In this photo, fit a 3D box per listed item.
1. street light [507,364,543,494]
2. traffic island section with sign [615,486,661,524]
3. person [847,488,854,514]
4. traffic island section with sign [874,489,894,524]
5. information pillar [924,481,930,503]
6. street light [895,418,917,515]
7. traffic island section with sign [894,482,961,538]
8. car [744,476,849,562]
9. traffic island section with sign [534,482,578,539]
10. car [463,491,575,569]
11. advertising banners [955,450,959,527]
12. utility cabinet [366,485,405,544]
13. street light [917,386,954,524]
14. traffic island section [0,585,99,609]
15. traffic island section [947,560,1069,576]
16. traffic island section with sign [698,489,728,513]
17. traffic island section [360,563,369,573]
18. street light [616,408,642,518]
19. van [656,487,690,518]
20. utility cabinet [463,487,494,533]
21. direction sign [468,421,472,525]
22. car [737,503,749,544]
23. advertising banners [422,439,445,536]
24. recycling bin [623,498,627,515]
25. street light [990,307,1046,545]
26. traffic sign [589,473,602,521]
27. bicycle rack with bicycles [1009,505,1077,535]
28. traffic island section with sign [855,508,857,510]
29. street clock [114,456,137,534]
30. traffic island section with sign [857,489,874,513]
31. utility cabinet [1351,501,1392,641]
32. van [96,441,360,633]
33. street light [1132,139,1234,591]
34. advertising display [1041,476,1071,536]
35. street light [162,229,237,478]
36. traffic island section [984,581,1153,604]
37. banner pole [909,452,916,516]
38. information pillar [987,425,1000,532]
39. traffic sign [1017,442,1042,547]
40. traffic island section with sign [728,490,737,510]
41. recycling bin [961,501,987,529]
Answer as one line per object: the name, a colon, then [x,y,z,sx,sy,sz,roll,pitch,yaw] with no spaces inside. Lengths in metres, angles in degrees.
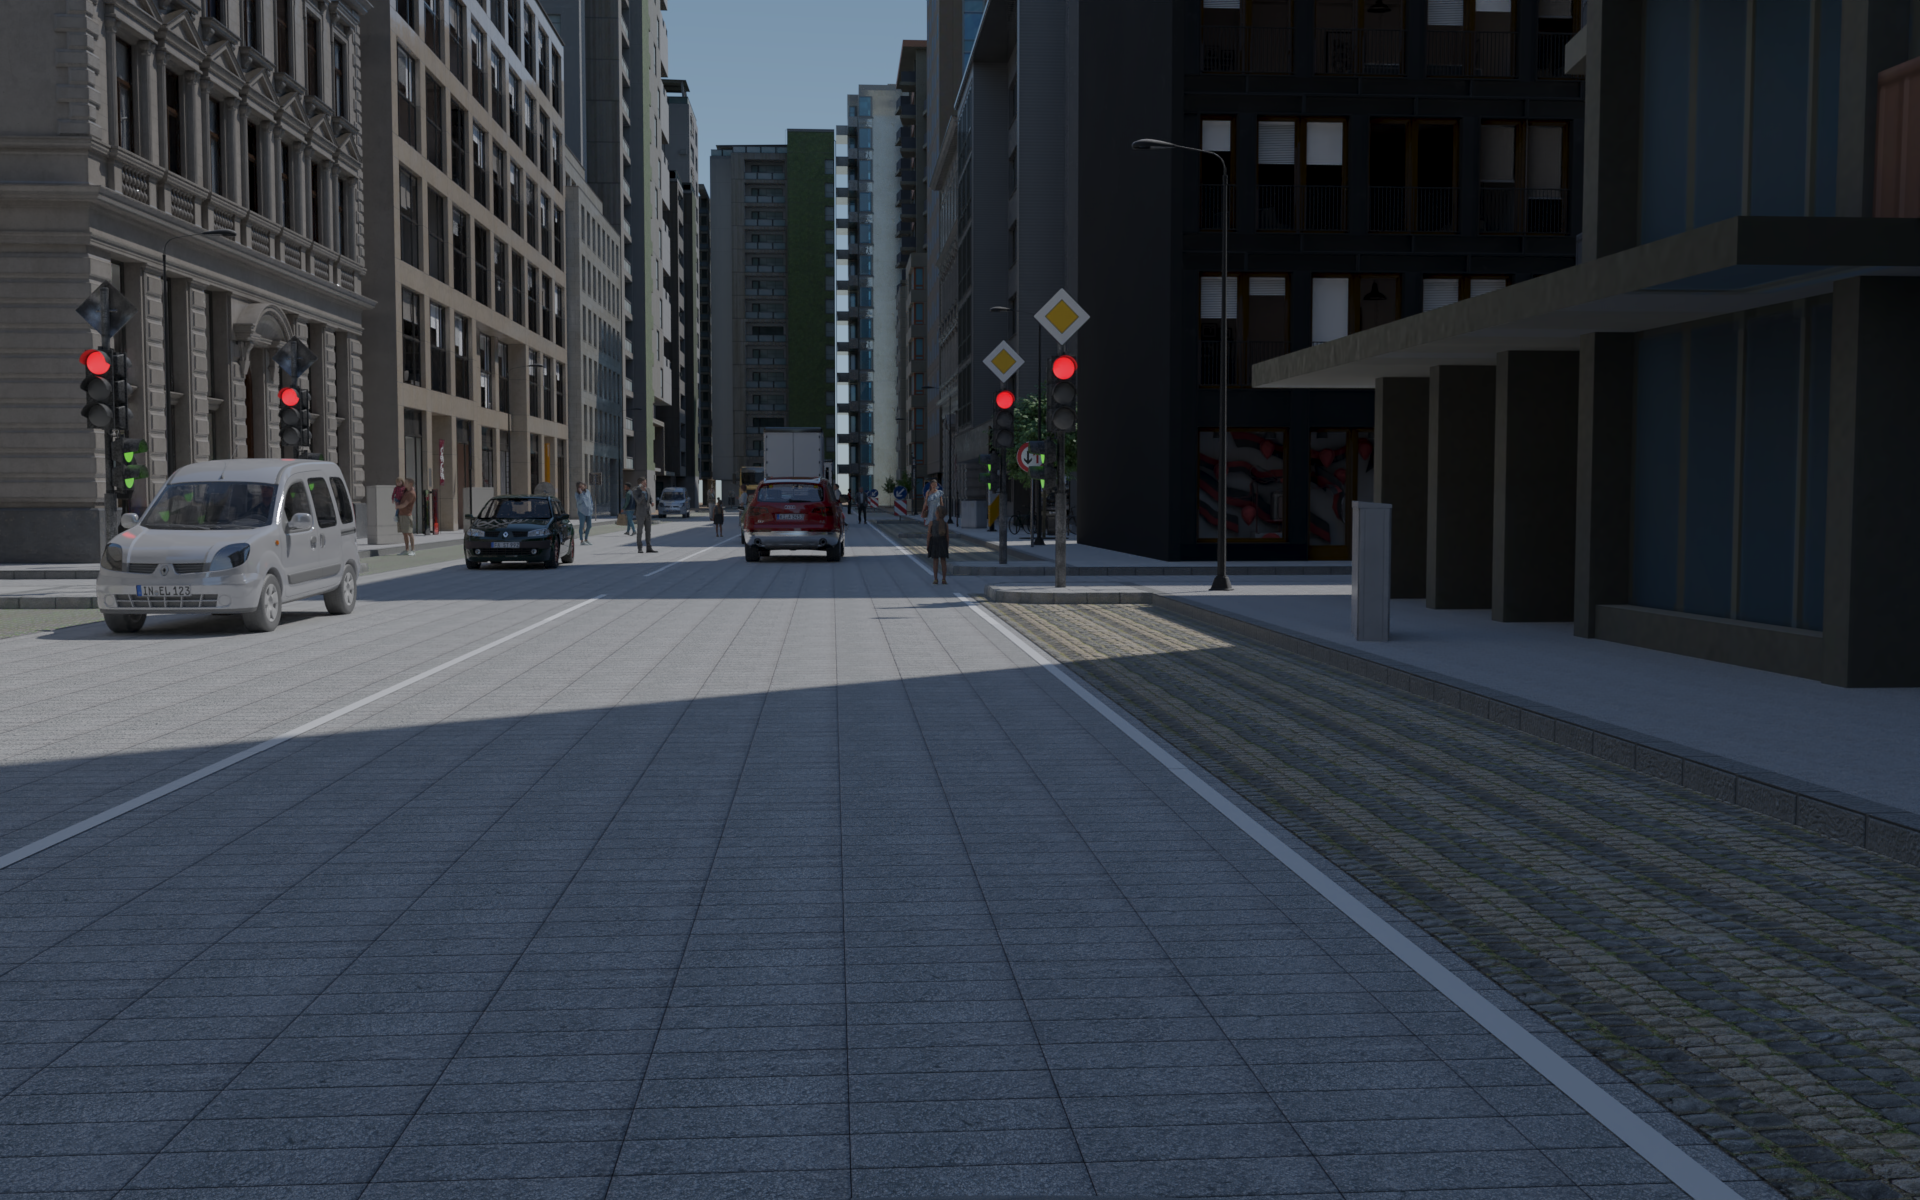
street light: [-15.553,-5.464,61.872,1.470,5.913,1.316,0,4,-4]
traffic island section with sign: [-15.290,-4.507,82.315,1.989,1.847,2.006,0,4,-4]
person: [-7.766,-6.956,122.194,0.705,1.831,1.348,-1,4,-23]
traffic island section with sign: [-3.017,-4.583,83.552,1.989,1.847,2.006,0,4,-4]
information pillar: [-1.813,-5.555,95.311,0.304,2.012,0.304,0,4,5]
street light: [-3.248,-8.170,106.122,1.470,5.913,1.316,0,4,-4]
traffic island section with sign: [-1.029,-2.932,56.564,1.989,1.847,2.006,0,4,-4]
car: [-3.598,-1.805,38.191,2.281,1.827,5.304,0,4,-2]
traffic island section with sign: [-13.298,-2.861,55.403,1.989,1.847,2.006,0,4,-4]
car: [-8.724,-1.508,34.448,2.009,1.686,4.222,0,4,-6]
advertising banners: [-0.119,-4.394,68.035,0.090,3.025,2.074,0,4,-2]
utility cabinet: [-14.627,-2.168,44.121,0.318,1.500,1.173,1,4,18]
street light: [-0.964,-6.239,74.550,1.470,5.913,1.316,0,4,-4]
traffic island section: [-11.204,-0.037,22.880,2.009,0.180,2.903,0,4,-4]
traffic island section: [0.813,-0.580,31.770,2.009,0.180,2.903,0,4,-4]
traffic island section with sign: [-19.046,-7.604,132.955,1.989,1.847,2.006,0,4,-4]
traffic island section: [-11.795,-0.524,30.843,2.009,0.180,2.903,0,4,-4]
street light: [-17.802,-7.383,93.255,1.470,5.913,1.316,0,4,-4]
van: [-17.023,-5.878,103.118,2.013,2.044,4.112,0,4,-5]
utility cabinet: [-15.820,-2.948,56.884,0.318,1.500,1.173,2,4,24]
direction sign: [-15.279,-3.796,54.068,0.379,3.537,0.876,-1,4,-20]
car: [-5.527,-2.408,51.164,2.131,1.459,4.920,0,4,-6]
advertising banners: [-16.496,-3.558,54.367,0.090,3.025,2.074,0,4,2]
recycling bin: [-20.024,-5.667,105.202,0.722,1.027,0.722,-3,5,-40]
street light: [1.442,-4.320,43.178,1.470,5.913,1.316,0,4,-4]
traffic sign: [-17.432,-4.935,82.811,0.606,2.300,0.079,0,4,3]
bicycle rack with bicycles: [2.815,-2.555,55.157,2.925,0.926,2.852,-2,4,-30]
traffic island section with sign: [-8.715,-9.269,160.169,1.989,1.847,2.006,0,4,-4]
street clock: [-14.886,-1.608,30.853,0.471,2.002,0.358,2,4,29]
traffic island section with sign: [-6.720,-7.624,133.287,1.989,1.847,2.006,0,4,-4]
utility cabinet: [3.696,-0.269,15.556,0.306,1.237,1.020,1,4,10]
van: [-8.031,-0.749,19.253,2.013,2.044,4.112,0,4,-3]
street light: [2.947,-3.080,22.892,1.470,5.913,1.316,0,4,-4]
advertising display: [2.915,-2.945,53.365,0.974,1.923,0.123,1,4,9]
street light: [-13.381,-3.544,30.482,1.470,5.913,1.316,0,4,-4]
traffic island section: [1.403,-0.093,23.807,2.009,0.180,2.903,0,4,-4]
banner pole: [-2.777,-6.905,102.909,0.401,3.779,0.863,-1,4,-19]
information pillar: [1.151,-4.150,59.211,0.504,3.616,0.183,-3,5,-45]
traffic sign: [1.744,-2.543,41.684,0.768,2.556,0.104,0,4,-1]
traffic island section with sign: [-21.092,-9.289,160.497,1.989,1.847,2.006,0,4,-4]
recycling bin: [0.532,-3.196,64.815,0.722,1.027,0.722,3,4,37]
